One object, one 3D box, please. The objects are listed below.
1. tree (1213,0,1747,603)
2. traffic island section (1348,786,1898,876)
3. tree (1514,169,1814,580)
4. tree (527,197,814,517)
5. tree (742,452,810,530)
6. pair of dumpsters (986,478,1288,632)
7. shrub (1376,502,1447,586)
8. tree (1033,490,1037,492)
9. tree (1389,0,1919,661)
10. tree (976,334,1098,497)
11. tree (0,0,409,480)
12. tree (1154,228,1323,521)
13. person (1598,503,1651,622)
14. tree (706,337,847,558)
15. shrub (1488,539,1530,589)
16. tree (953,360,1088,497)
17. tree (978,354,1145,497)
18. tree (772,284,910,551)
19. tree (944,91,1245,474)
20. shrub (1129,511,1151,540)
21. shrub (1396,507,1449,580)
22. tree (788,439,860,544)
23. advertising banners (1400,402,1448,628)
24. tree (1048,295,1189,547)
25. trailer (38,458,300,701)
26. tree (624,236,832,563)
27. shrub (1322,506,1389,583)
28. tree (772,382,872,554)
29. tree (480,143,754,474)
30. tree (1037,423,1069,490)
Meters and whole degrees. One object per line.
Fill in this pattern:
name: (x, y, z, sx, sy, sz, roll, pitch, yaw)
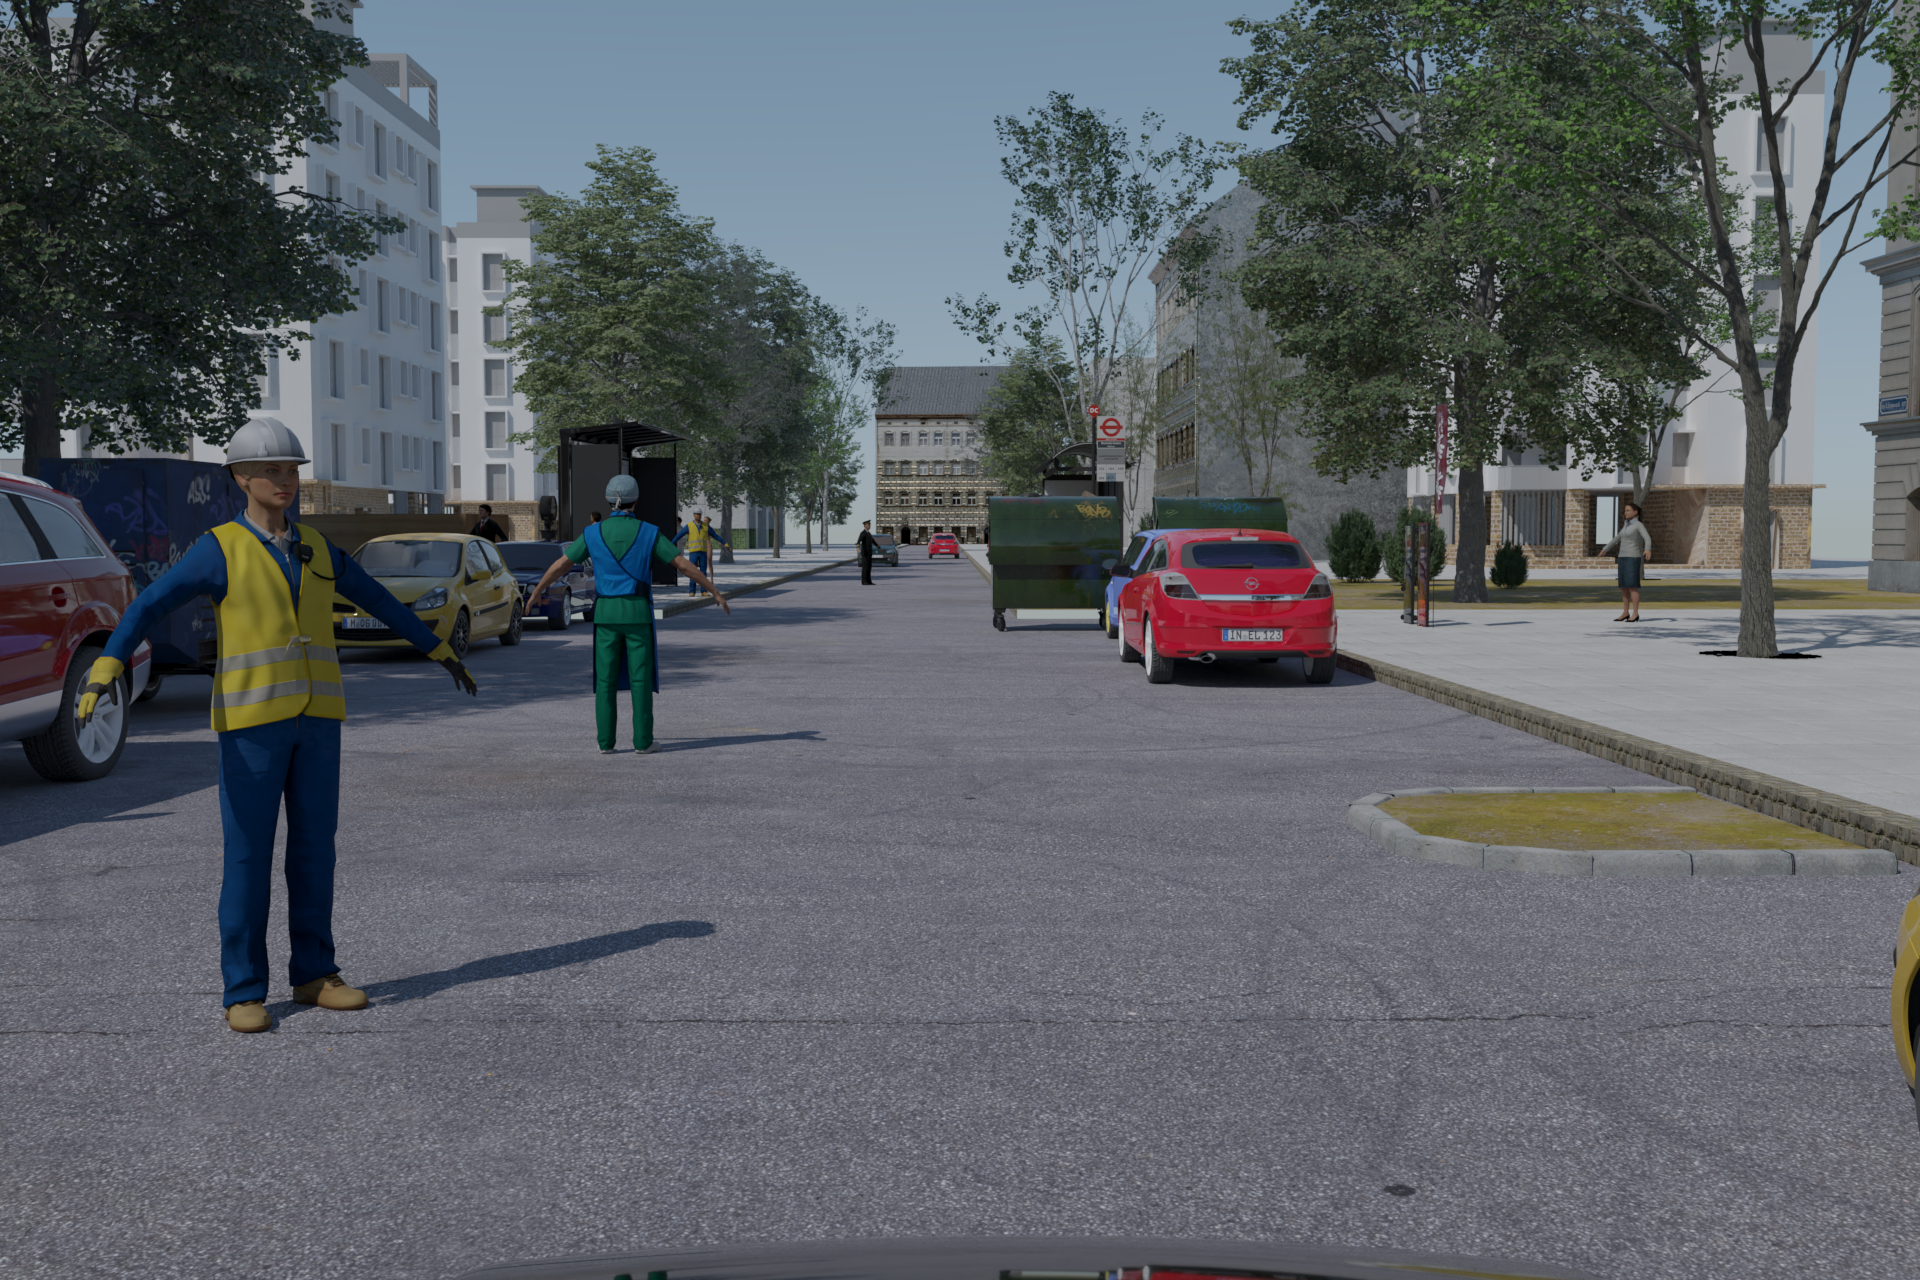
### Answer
tree: (9.487, -7.673, 32.108, 9.857, 13.997, 8.962, 0, 3, 0)
traffic island section: (2.929, 0.894, 8.252, 1.991, 0.108, 1.994, 0, 4, -1)
tree: (19.125, -7.490, 48.219, 9.928, 11.665, 9.643, 0, 3, 0)
tree: (-10.450, -9.319, 62.737, 12.009, 13.543, 11.850, 0, 3, 0)
tree: (-10.383, -9.048, 98.291, 4.360, 8.622, 3.978, 0, 3, 0)
pair of dumpsters: (2.600, -1.282, 25.918, 4.436, 2.255, 1.574, 0, 4, 0)
shrub: (11.184, -2.374, 42.862, 1.661, 2.075, 1.752, 0, 3, 0)
tree: (4.736, -10.981, 129.907, 4.360, 8.622, 3.978, 0, 3, 0)
tree: (8.406, -5.635, 17.892, 9.928, 11.665, 9.643, 0, 3, 0)
tree: (4.449, -11.052, 98.823, 7.486, 12.596, 7.792, 0, 3, 0)
tree: (-12.219, -7.103, 22.794, 9.857, 13.997, 8.962, 0, 3, 0)
tree: (7.281, -5.574, 41.496, 4.360, 8.622, 3.978, 0, 3, 0)
person: (9.702, -1.127, 25.252, 0.721, 1.735, 1.217, -1, 4, -12)
tree: (-9.773, -10.111, 91.071, 9.928, 11.665, 9.643, 0, 3, 0)
shrub: (12.857, -1.800, 40.552, 1.383, 1.207, 1.383, 0, 3, 0)
tree: (4.612, -12.882, 120.983, 12.009, 13.543, 11.850, 0, 3, 0)
tree: (5.424, -9.463, 89.134, 8.767, 10.594, 7.601, -1, 4, -19)
tree: (-9.936, -16.770, 130.084, 12.611, 20.169, 13.585, 0, 3, 0)
tree: (5.758, -13.269, 72.844, 12.611, 20.169, 13.585, 0, 3, 0)
shrub: (5.368, -2.606, 46.653, 1.661, 2.075, 1.752, 0, 3, 0)
shrub: (12.595, -2.637, 47.538, 1.690, 2.028, 1.600, 0, 3, 0)
tree: (-17.432, -19.207, 220.692, 9.857, 13.997, 8.962, 0, 3, 0)
advertising banners: (6.425, -1.699, 23.972, 0.090, 3.025, 2.074, 0, 4, 0)
tree: (5.386, -6.285, 53.118, 4.360, 8.622, 3.978, 0, 3, 0)
trailer: (-6.426, -0.410, 13.755, 1.471, 1.999, 3.904, 0, 4, 0)
tree: (-10.195, -10.341, 75.725, 9.857, 13.997, 8.962, 0, 3, 0)
shrub: (10.398, -2.516, 45.550, 1.690, 2.028, 1.600, 0, 3, 0)
tree: (-9.764, -11.437, 112.747, 9.928, 11.665, 9.643, 0, 3, 0)
tree: (-9.939, -8.100, 50.562, 7.486, 12.596, 7.792, 0, 3, 0)
tree: (5.184, -9.616, 107.581, 4.360, 8.622, 3.978, 0, 3, 0)
